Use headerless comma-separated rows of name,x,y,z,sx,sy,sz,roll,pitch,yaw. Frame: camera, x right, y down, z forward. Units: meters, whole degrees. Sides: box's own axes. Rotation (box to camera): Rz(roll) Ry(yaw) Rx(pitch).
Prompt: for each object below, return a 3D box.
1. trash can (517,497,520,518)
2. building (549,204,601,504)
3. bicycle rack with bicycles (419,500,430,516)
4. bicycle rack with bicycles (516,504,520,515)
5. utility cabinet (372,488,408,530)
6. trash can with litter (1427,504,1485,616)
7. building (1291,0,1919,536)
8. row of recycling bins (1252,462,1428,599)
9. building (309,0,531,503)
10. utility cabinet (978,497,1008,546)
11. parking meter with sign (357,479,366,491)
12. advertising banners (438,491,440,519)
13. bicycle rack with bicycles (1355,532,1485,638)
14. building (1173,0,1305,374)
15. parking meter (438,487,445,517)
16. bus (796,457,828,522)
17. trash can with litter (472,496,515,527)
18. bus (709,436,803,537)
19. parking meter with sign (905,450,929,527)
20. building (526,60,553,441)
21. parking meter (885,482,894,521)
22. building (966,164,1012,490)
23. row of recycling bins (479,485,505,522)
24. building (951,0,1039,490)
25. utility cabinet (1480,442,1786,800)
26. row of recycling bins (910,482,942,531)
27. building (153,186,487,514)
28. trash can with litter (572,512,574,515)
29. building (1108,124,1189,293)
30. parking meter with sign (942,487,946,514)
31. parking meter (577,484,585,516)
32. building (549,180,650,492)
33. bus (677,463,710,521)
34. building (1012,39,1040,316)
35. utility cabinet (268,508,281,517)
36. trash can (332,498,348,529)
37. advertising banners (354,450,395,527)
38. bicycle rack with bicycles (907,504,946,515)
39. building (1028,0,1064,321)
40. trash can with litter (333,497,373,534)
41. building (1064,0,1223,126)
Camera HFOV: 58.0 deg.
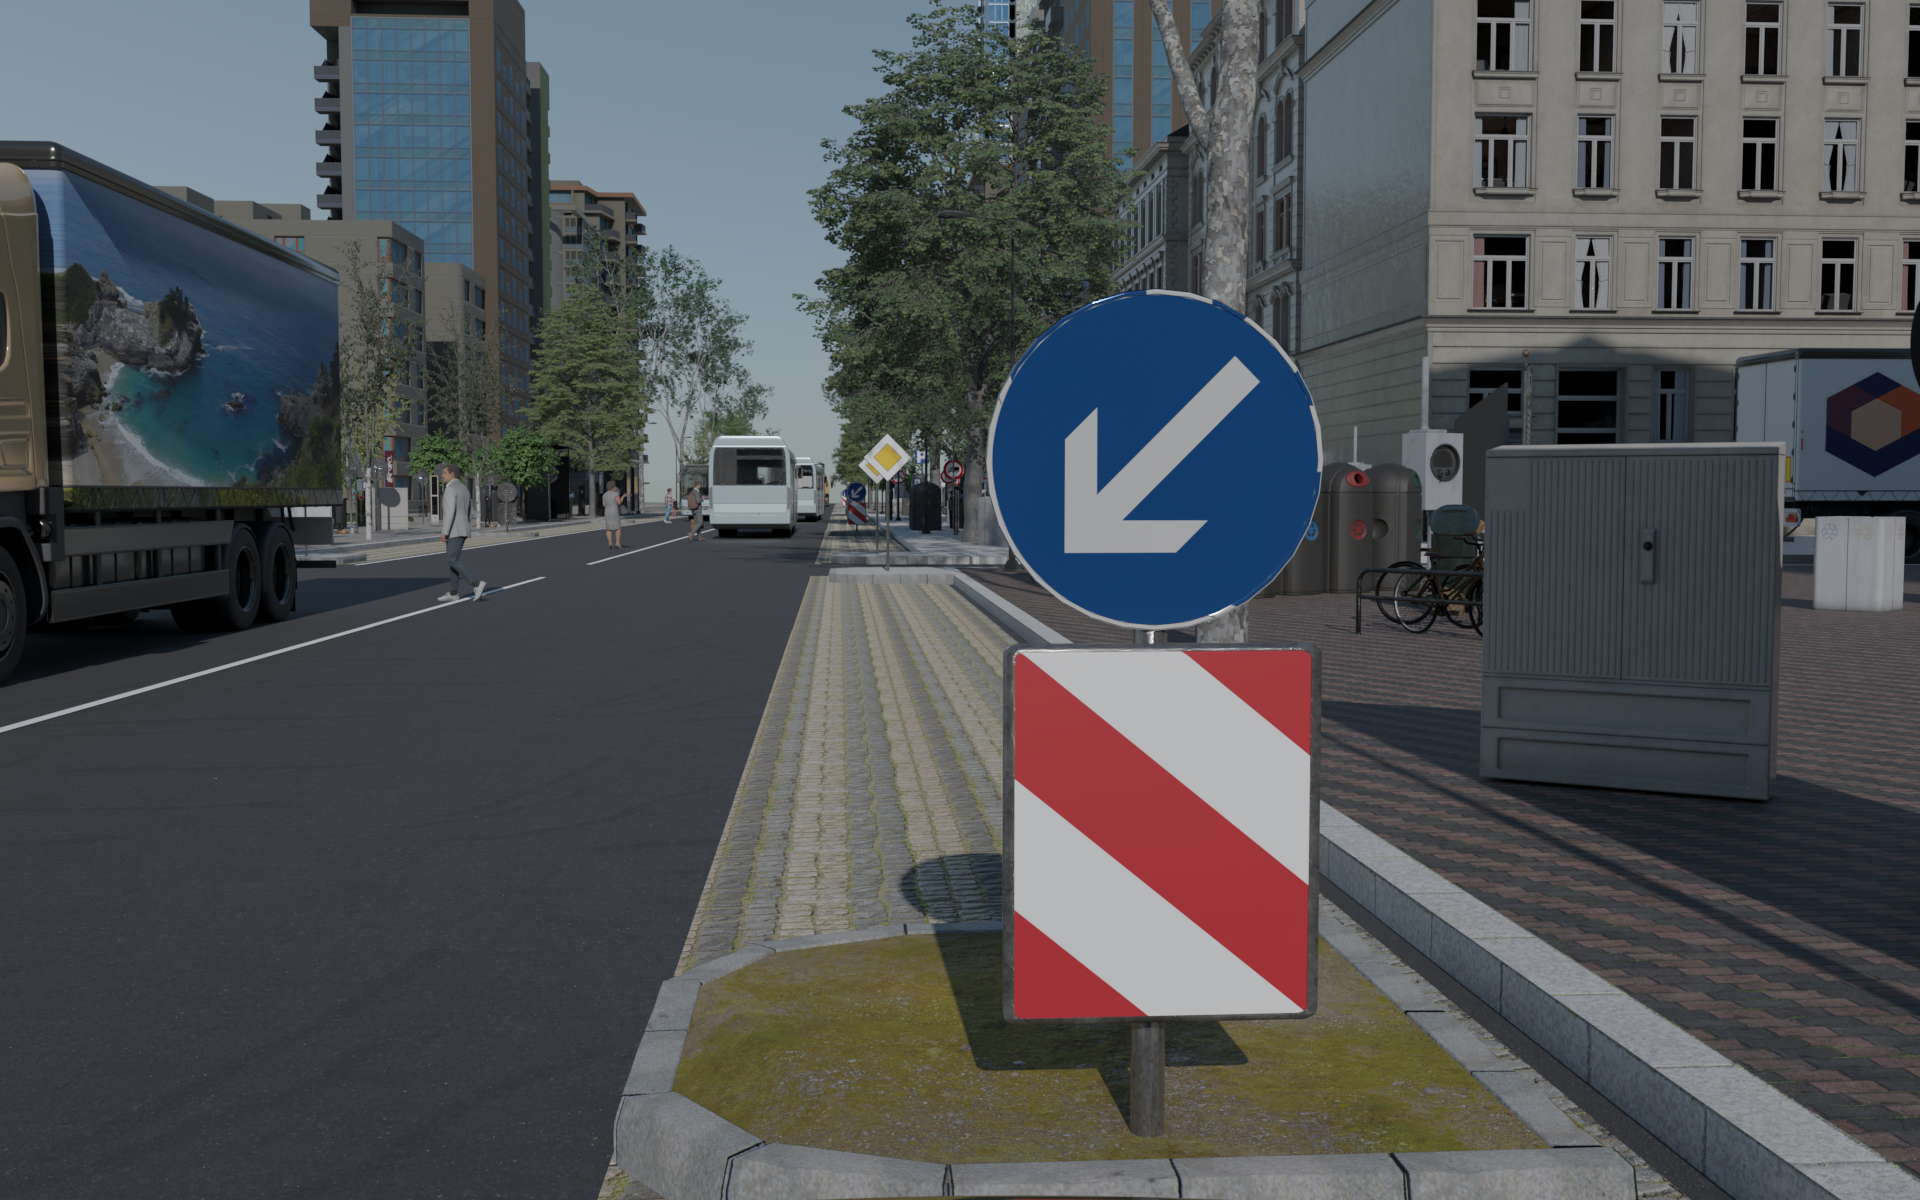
trash can,-23.478,-4.984,93.138,0.748,1.137,0.748,0,3,0
building,-58.842,-32.141,217.391,32.217,40.220,23.993,0,4,-4
bicycle rack with bicycles,-29.583,-5.249,99.207,2.852,0.926,2.925,-2,4,-28
bicycle rack with bicycles,-22.152,-4.712,90.423,2.925,0.926,2.852,-1,4,-9
utility cabinet,-20.234,-3.229,61.479,1.173,1.500,0.318,-2,4,-30
trash can with litter,5.342,-0.440,18.584,0.624,1.170,1.055,1,4,18
building,27.850,-13.888,60.360,30.059,22.955,16.112,0,4,-4
row of recycling bins,4.580,-0.934,22.385,3.534,1.692,1.069,-2,4,-35
building,-44.282,-30.242,144.560,14.600,45.320,14.200,0,4,-4
utility cabinet,0.941,-1.972,43.397,1.020,1.237,0.306,-3,4,-36
parking meter with sign,-29.227,-5.411,84.734,0.543,3.016,1.738,-3,5,-42
advertising banners,-27.267,-5.771,90.539,0.090,3.025,2.074,-1,4,-18
bicycle rack with bicycles,4.898,-0.153,15.879,2.852,0.926,2.925,-2,4,-35
building,19.013,-17.999,81.681,14.401,28.519,23.554,0,4,-4
parking meter,-28.320,-5.435,94.576,0.399,1.863,0.255,-3,4,-38
bus,-8.799,-6.031,93.467,2.948,3.499,13.247,0,4,-3
trash can with litter,-18.393,-3.445,67.386,1.678,1.210,2.233,-2,4,-31
bus,-7.122,-4.057,61.188,2.948,3.499,13.247,0,4,-4
parking meter with sign,-1.624,-4.335,67.139,0.543,3.016,1.738,1,4,9
building,-45.616,-29.061,158.743,14.154,41.232,14.086,0,4,-4
parking meter,-3.420,-4.778,83.828,0.399,1.863,0.255,0,4,1
building,12.196,-34.971,226.395,22.147,44.769,28.867,0,4,-4
row of recycling bins,-22.143,-4.552,81.535,1.069,1.692,3.534,-1,4,-23
building,10.290,-57.631,254.939,22.319,86.520,31.000,0,4,-4
utility cabinet,2.892,0.072,7.500,1.173,1.500,0.318,2,4,30
row of recycling bins,-1.288,-3.364,62.109,1.069,1.692,3.534,0,4,-6
building,-50.667,-17.015,123.231,27.650,21.520,28.899,0,4,-4
trash can with litter,-23.353,-5.562,102.332,1.055,1.170,0.624,0,4,4
building,15.300,-16.787,103.339,11.050,23.489,19.941,0,4,-4
parking meter with sign,-0.725,-6.892,108.948,1.738,3.016,0.543,-2,4,-26
parking meter,-22.136,-5.841,101.214,0.399,1.863,0.255,-2,4,-34
building,-55.922,-36.047,243.986,22.147,44.769,28.867,0,4,-4
bus,-13.342,-6.127,95.043,2.948,3.499,13.247,0,4,-2
building,12.625,-31.656,167.694,14.600,45.320,14.200,0,4,-4
utility cabinet,-17.616,-2.159,43.975,1.173,1.500,0.318,-2,4,-30
trash can,-22.679,-3.149,63.143,0.748,1.137,0.748,0,3,0
advertising banners,-23.252,-4.446,68.872,0.090,3.025,2.074,2,4,31
bicycle rack with bicycles,-2.031,-5.659,105.911,2.925,0.926,2.852,-1,4,-10
building,17.611,-32.168,145.550,23.786,49.044,30.456,0,4,-4
trash can with litter,-20.189,-2.787,56.624,1.678,1.210,2.233,-2,4,-25
building,15.097,-28.932,123.148,14.600,45.320,14.200,0,4,-4
